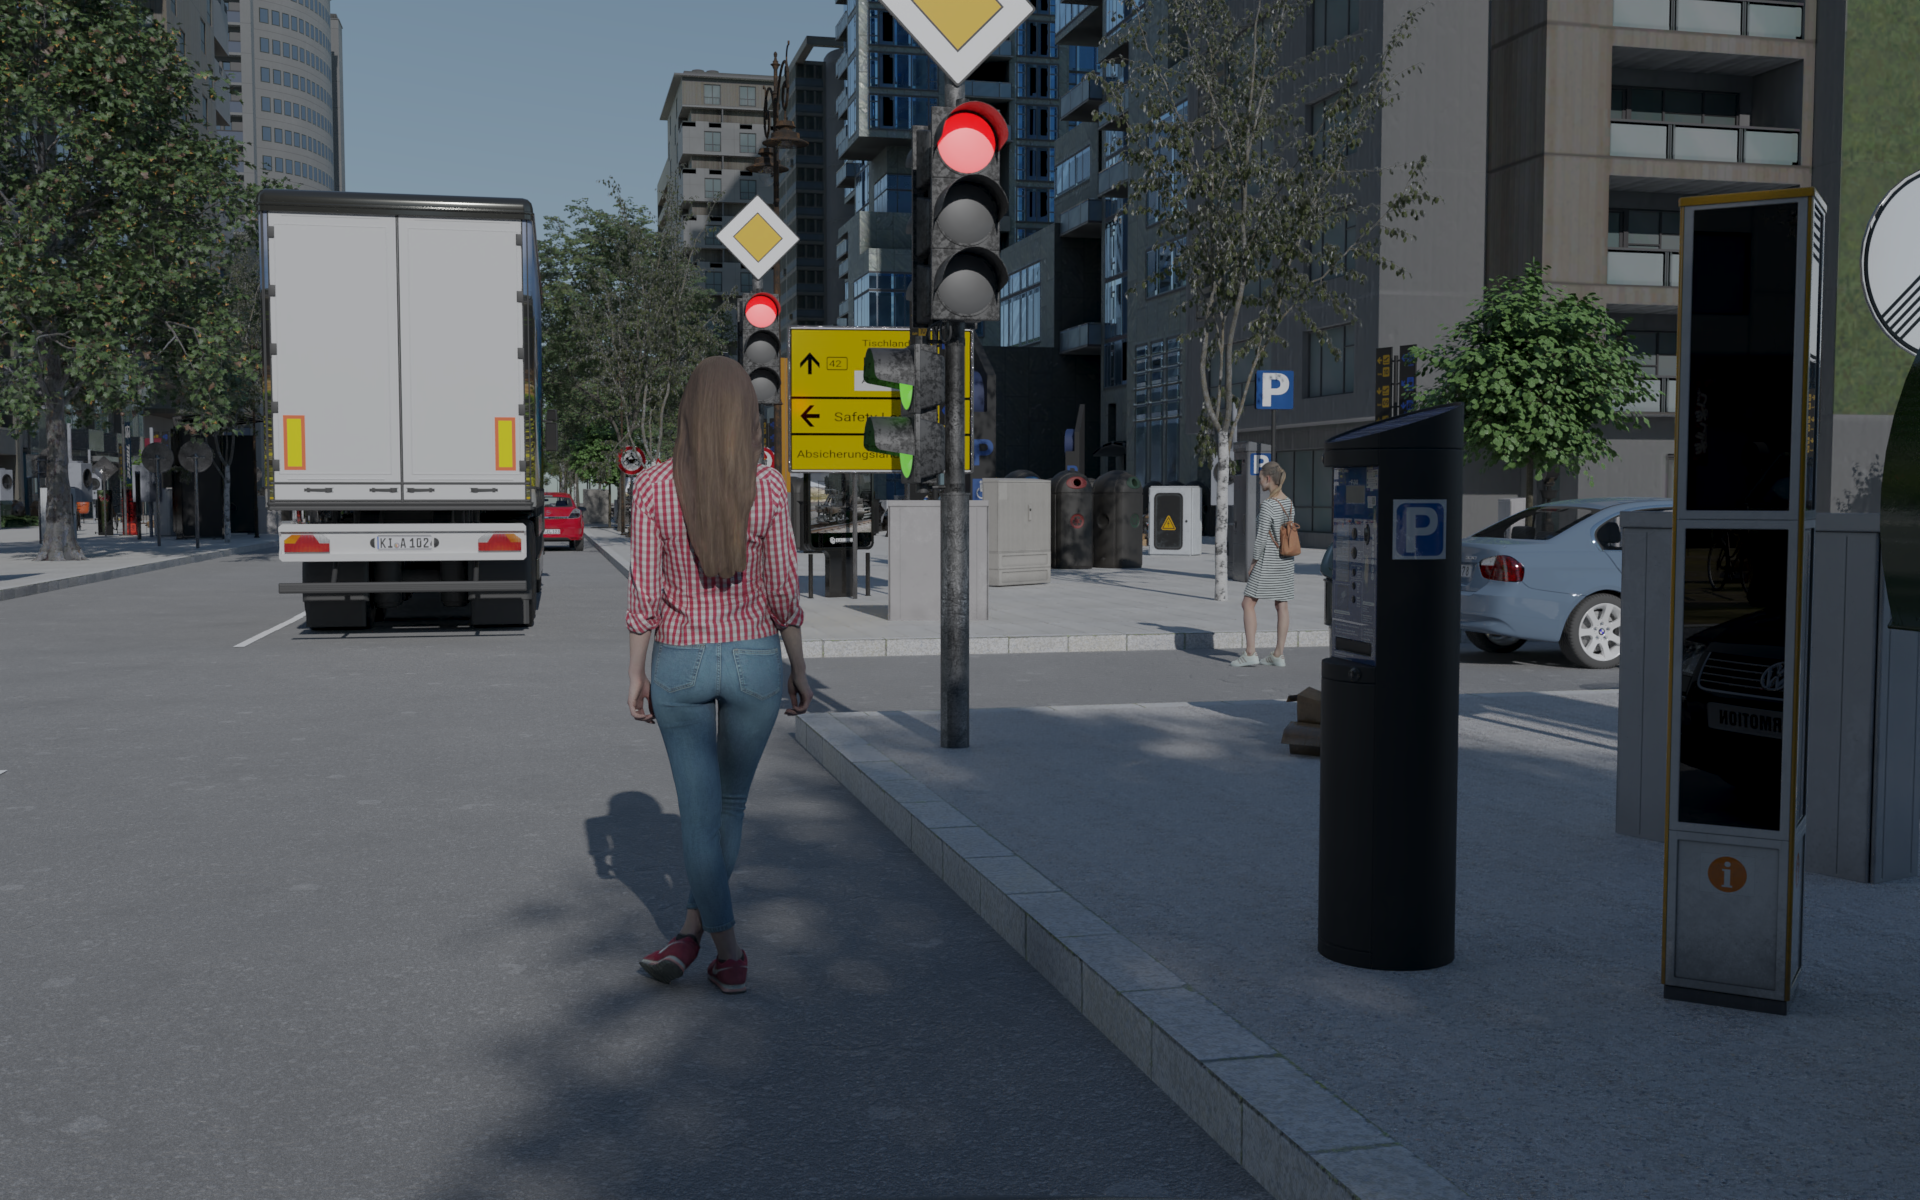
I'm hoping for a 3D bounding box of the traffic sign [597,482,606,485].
[{"bbox_3d":[-17.691,-5.254,85.900,0.884,2.594,0.081,-1,4,-10],"label":"traffic sign"}]

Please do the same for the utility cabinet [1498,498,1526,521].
[{"bbox_3d":[9.603,-1.162,30.160,0.306,1.237,1.020,0,4,6],"label":"utility cabinet"}]

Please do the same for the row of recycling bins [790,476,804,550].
[{"bbox_3d":[-3.792,-2.060,40.786,1.069,1.692,3.534,1,4,16],"label":"row of recycling bins"}]

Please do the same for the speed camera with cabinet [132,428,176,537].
[{"bbox_3d":[-24.175,-3.547,52.335,0.660,3.252,2.038,0,4,6],"label":"speed camera with cabinet"}]

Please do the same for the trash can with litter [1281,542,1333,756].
[{"bbox_3d":[2.060,0.163,8.724,0.624,1.170,1.055,2,4,34],"label":"trash can with litter"}]

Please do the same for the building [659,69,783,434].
[{"bbox_3d":[-21.769,-38.333,215.977,28.713,52.752,27.495,-1,4,-14],"label":"building"}]

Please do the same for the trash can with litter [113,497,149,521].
[{"bbox_3d":[-39.218,-4.321,81.714,2.233,1.210,1.678,2,4,23],"label":"trash can with litter"}]

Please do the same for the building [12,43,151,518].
[{"bbox_3d":[-58.535,-29.079,95.049,23.786,49.044,30.456,-1,4,-14],"label":"building"}]

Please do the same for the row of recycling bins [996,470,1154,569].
[{"bbox_3d":[1.466,-1.378,29.644,3.534,1.692,1.069,-2,4,-24],"label":"row of recycling bins"}]

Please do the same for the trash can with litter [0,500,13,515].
[{"bbox_3d":[-39.183,-3.668,71.353,1.055,1.170,0.624,3,4,39],"label":"trash can with litter"}]

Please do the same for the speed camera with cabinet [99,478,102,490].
[{"bbox_3d":[-39.166,-5.035,76.659,2.038,3.252,0.660,-3,5,-45],"label":"speed camera with cabinet"}]

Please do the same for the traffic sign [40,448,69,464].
[{"bbox_3d":[-24.208,-2.824,46.281,0.768,2.556,0.104,0,4,-6],"label":"traffic sign"}]

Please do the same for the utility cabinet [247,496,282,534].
[{"bbox_3d":[-22.444,-2.734,55.861,1.020,1.237,0.306,-2,4,-24],"label":"utility cabinet"}]

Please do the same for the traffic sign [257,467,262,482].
[{"bbox_3d":[-31.895,-4.775,78.176,0.768,2.556,0.104,0,4,-4],"label":"traffic sign"}]

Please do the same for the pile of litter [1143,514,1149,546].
[{"bbox_3d":[4.477,-1.784,43.139,1.176,0.858,1.719,0,4,0],"label":"pile of litter"}]

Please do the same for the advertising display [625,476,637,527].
[{"bbox_3d":[-11.858,-3.534,62.993,0.974,1.923,0.123,-1,4,-12],"label":"advertising display"}]

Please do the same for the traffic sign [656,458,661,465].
[{"bbox_3d":[-10.963,-3.854,63.013,0.884,2.594,0.081,-1,4,-12],"label":"traffic sign"}]

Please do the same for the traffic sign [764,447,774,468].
[{"bbox_3d":[-5.313,-2.836,46.474,0.768,2.556,0.104,0,4,-4],"label":"traffic sign"}]

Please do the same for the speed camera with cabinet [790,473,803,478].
[{"bbox_3d":[-5.993,-4.275,64.240,0.660,3.252,2.038,0,4,2],"label":"speed camera with cabinet"}]

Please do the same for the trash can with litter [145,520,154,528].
[{"bbox_3d":[-30.460,-3.331,65.855,1.055,1.170,0.624,0,4,0],"label":"trash can with litter"}]

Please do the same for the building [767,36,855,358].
[{"bbox_3d":[-2.235,-27.712,144.973,32.217,40.220,23.993,-1,4,-14],"label":"building"}]

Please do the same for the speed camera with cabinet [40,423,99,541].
[{"bbox_3d":[-24.714,-3.275,47.881,0.660,3.252,2.038,0,4,-3],"label":"speed camera with cabinet"}]

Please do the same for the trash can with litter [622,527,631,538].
[{"bbox_3d":[-9.446,-2.443,51.322,1.055,1.170,0.624,-2,4,-32],"label":"trash can with litter"}]

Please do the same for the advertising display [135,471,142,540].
[{"bbox_3d":[-23.238,-2.677,48.983,0.123,1.923,0.974,-2,4,-26],"label":"advertising display"}]

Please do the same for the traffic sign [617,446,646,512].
[{"bbox_3d":[-8.618,-2.776,45.497,0.768,2.556,0.104,-1,4,-9],"label":"traffic sign"}]

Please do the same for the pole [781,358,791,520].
[{"bbox_3d":[-2.654,-1.972,26.079,0.158,3.312,0.155,0,3,0],"label":"pole"}]

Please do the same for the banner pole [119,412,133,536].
[{"bbox_3d":[-25.430,-3.844,52.873,0.401,3.779,0.863,-3,5,-44],"label":"banner pole"}]

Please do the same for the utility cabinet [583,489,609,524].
[{"bbox_3d":[-15.530,-3.991,73.936,0.318,1.500,1.173,3,4,38],"label":"utility cabinet"}]

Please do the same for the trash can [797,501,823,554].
[{"bbox_3d":[-3.171,-1.584,37.557,0.748,1.137,0.748,0,3,0],"label":"trash can"}]

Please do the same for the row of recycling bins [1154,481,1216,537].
[{"bbox_3d":[6.989,-2.832,53.413,1.069,1.692,3.534,-3,5,-42],"label":"row of recycling bins"}]

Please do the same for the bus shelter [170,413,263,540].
[{"bbox_3d":[-22.062,-3.703,51.823,1.731,3.624,6.357,-1,4,-14],"label":"bus shelter"}]

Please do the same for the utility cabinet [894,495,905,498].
[{"bbox_3d":[-2.723,-4.410,83.272,0.306,1.237,1.020,3,5,39],"label":"utility cabinet"}]

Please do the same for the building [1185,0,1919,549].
[{"bbox_3d":[14.302,-21.813,40.231,14.086,41.232,14.154,-1,4,-14],"label":"building"}]

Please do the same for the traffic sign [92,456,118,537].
[{"bbox_3d":[-25.816,-3.125,52.280,0.795,2.450,0.064,-1,4,-13],"label":"traffic sign"}]

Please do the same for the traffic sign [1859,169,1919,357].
[{"bbox_3d":[3.817,-0.408,6.773,0.768,2.556,0.104,0,4,-8],"label":"traffic sign"}]

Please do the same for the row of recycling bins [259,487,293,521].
[{"bbox_3d":[-32.579,-4.677,83.589,1.069,1.692,3.534,0,4,8],"label":"row of recycling bins"}]

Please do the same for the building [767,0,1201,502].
[{"bbox_3d":[-0.031,-49.124,115.852,22.319,86.520,31.000,-1,4,-14],"label":"building"}]

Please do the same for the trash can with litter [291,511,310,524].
[{"bbox_3d":[-28.345,-3.895,74.736,1.678,1.210,2.233,0,4,-3],"label":"trash can with litter"}]

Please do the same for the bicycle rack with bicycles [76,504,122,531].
[{"bbox_3d":[-30.672,-2.910,60.965,2.852,0.926,2.925,-1,4,-15],"label":"bicycle rack with bicycles"}]

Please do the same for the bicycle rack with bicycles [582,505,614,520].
[{"bbox_3d":[-17.013,-4.336,84.281,2.925,0.926,2.852,-3,4,-37],"label":"bicycle rack with bicycles"}]

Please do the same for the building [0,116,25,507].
[{"bbox_3d":[-49.603,-26.877,63.143,21.300,48.544,21.600,-1,4,-14],"label":"building"}]

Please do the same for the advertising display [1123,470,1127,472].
[{"bbox_3d":[4.479,-2.586,47.490,0.123,1.923,0.974,1,4,10],"label":"advertising display"}]

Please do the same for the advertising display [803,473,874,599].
[{"bbox_3d":[-1.500,-0.996,21.503,0.974,1.923,0.123,-3,4,-37],"label":"advertising display"}]

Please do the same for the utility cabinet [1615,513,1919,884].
[{"bbox_3d":[2.859,0.306,6.162,0.306,1.237,1.020,-2,4,-31],"label":"utility cabinet"}]

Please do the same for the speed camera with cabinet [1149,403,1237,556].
[{"bbox_3d":[4.942,-2.534,35.768,2.038,3.252,0.660,2,4,29],"label":"speed camera with cabinet"}]

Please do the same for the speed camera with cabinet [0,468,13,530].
[{"bbox_3d":[-34.363,-4.087,61.160,0.660,3.252,2.038,0,4,7],"label":"speed camera with cabinet"}]

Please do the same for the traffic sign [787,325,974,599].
[{"bbox_3d":[-0.960,-1.667,21.121,2.265,3.308,0.079,0,4,-7],"label":"traffic sign"}]

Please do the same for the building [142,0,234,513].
[{"bbox_3d":[-67.692,-32.614,122.478,28.713,52.752,27.495,-1,4,-14],"label":"building"}]

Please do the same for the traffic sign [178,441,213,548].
[{"bbox_3d":[-18.006,-2.491,40.834,0.768,2.556,0.104,-1,4,-11],"label":"traffic sign"}]

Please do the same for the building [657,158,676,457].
[{"bbox_3d":[-30.140,-37.651,239.291,21.300,48.544,21.600,-1,4,-14],"label":"building"}]

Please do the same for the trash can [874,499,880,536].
[{"bbox_3d":[-2.814,-2.563,53.561,0.748,1.137,0.748,0,3,0],"label":"trash can"}]

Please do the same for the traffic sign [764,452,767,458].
[{"bbox_3d":[-3.311,-1.576,25.771,0.884,2.594,0.081,-1,4,-11],"label":"traffic sign"}]

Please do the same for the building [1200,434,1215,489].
[{"bbox_3d":[12.929,-46.363,70.713,22.319,86.520,31.000,-1,4,-14],"label":"building"}]

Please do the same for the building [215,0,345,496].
[{"bbox_3d":[-79.682,-39.606,189.564,21.231,58.520,28.212,-1,4,-14],"label":"building"}]

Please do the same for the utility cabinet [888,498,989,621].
[{"bbox_3d":[-0.222,-0.398,17.673,1.020,1.237,0.306,0,4,-2],"label":"utility cabinet"}]

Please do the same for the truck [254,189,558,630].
[{"bbox_3d":[-6.487,-2.002,21.644,2.839,4.237,11.283,-1,4,-13],"label":"truck"}]

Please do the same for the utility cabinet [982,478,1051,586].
[{"bbox_3d":[0.809,-0.955,24.285,0.318,1.500,1.173,3,5,40],"label":"utility cabinet"}]

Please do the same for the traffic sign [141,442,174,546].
[{"bbox_3d":[-19.673,-2.591,42.473,0.768,2.556,0.104,0,4,-4],"label":"traffic sign"}]

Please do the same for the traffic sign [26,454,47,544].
[{"bbox_3d":[-23.666,-2.593,44.520,0.606,2.300,0.079,0,4,-6],"label":"traffic sign"}]
